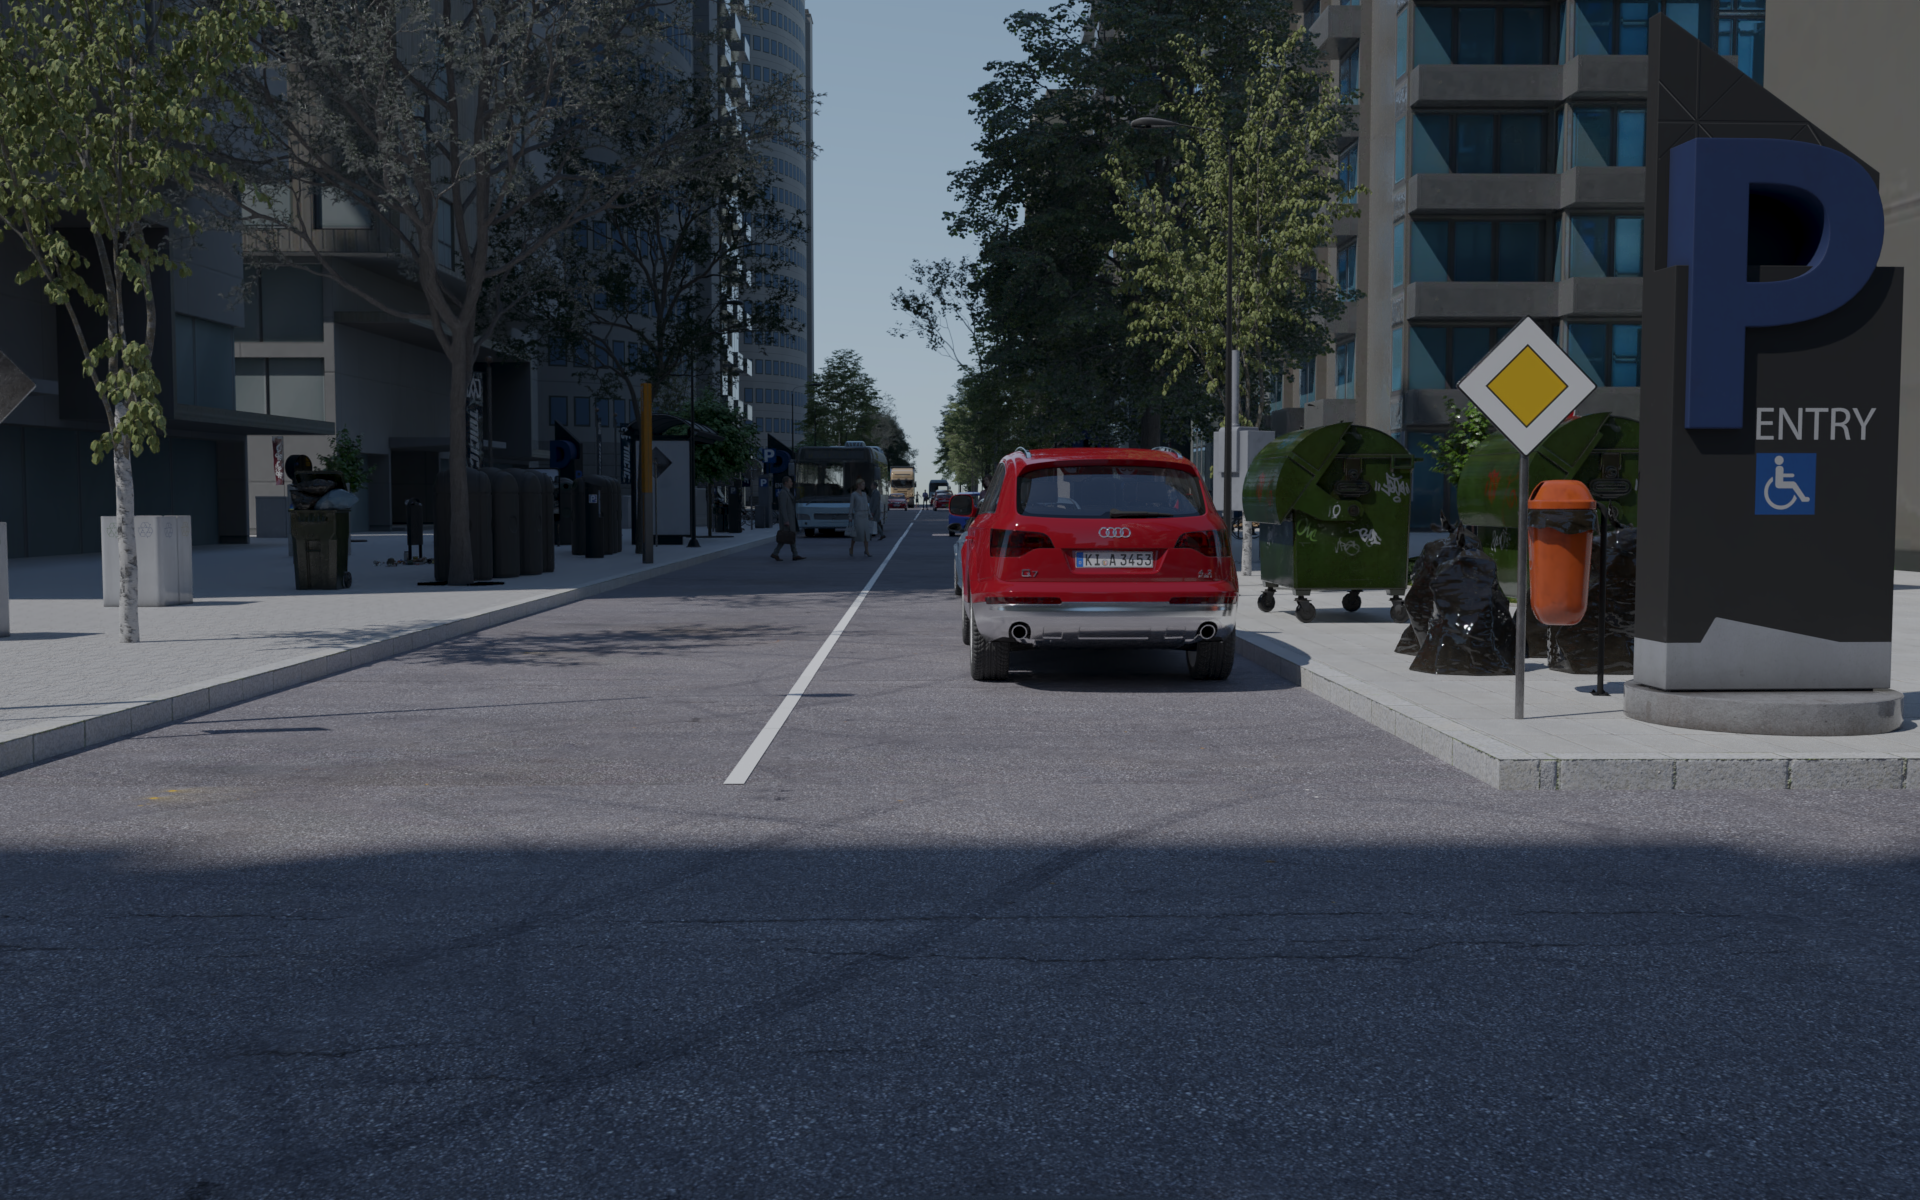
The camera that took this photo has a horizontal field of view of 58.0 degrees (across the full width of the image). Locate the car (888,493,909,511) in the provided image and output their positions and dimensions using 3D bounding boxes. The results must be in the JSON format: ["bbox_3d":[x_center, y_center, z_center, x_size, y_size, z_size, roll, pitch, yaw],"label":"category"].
[{"bbox_3d":[-5.423,-8.549,148.809,2.155,1.783,4.494,0,4,-2],"label":"car"}]

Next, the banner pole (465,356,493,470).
[{"bbox_3d":[-8.654,-2.525,31.303,0.401,3.779,0.863,2,4,30],"label":"banner pole"}]

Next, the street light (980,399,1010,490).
[{"bbox_3d":[1.836,-6.815,83.960,1.470,5.913,1.316,0,4,-1],"label":"street light"}]

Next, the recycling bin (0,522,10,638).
[{"bbox_3d":[-8.954,-0.167,15.292,0.722,1.027,0.722,1,4,11],"label":"recycling bin"}]

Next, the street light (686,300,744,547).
[{"bbox_3d":[-5.880,-4.223,41.581,1.470,5.913,1.316,0,4,-1],"label":"street light"}]

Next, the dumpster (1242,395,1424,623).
[{"bbox_3d":[3.832,-0.944,17.932,1.502,2.255,1.985,0,4,-1],"label":"dumpster"}]

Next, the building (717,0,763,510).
[{"bbox_3d":[-27.348,-31.041,127.133,23.786,49.044,30.456,0,4,-1],"label":"building"}]

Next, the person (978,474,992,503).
[{"bbox_3d":[0.541,-1.581,34.353,0.555,1.821,0.388,0,4,8],"label":"person"}]

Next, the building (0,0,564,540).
[{"bbox_3d":[-30.703,-29.073,64.576,28.713,52.752,27.495,0,4,-1],"label":"building"}]

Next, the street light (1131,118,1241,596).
[{"bbox_3d":[2.807,-2.998,21.560,1.470,5.913,1.316,0,4,-1],"label":"street light"}]

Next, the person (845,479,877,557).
[{"bbox_3d":[-2.281,-1.887,39.703,0.694,1.780,0.624,-2,4,-29],"label":"person"}]

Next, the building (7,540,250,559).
[{"bbox_3d":[-29.166,-26.907,29.168,28.713,52.752,27.495,0,4,-1],"label":"building"}]

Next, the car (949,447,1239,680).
[{"bbox_3d":[1.053,-0.379,14.878,2.281,1.827,5.304,0,4,-1],"label":"car"}]

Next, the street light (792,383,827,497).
[{"bbox_3d":[-6.482,-6.131,72.779,1.470,5.913,1.316,0,4,-1],"label":"street light"}]

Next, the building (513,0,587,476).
[{"bbox_3d":[-25.917,-33.981,97.584,21.231,58.520,28.212,0,4,-1],"label":"building"}]

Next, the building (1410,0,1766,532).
[{"bbox_3d":[24.049,-27.510,69.390,23.786,49.044,30.456,0,4,-1],"label":"building"}]

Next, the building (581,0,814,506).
[{"bbox_3d":[-27.466,-39.603,189.506,21.231,58.520,28.212,0,4,-1],"label":"building"}]

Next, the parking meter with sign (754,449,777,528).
[{"bbox_3d":[-7.387,-4.237,65.533,0.543,3.016,1.738,0,4,6],"label":"parking meter with sign"}]

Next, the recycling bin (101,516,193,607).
[{"bbox_3d":[-9.366,-0.454,19.971,0.722,1.027,0.722,0,4,4],"label":"recycling bin"}]

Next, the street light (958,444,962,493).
[{"bbox_3d":[0.589,-11.535,161.144,1.470,5.913,1.316,0,4,-1],"label":"street light"}]

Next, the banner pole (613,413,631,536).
[{"bbox_3d":[-10.434,-3.886,53.558,0.863,3.779,0.401,-3,5,-39],"label":"banner pole"}]

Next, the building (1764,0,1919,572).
[{"bbox_3d":[26.200,-24.764,28.598,21.600,48.544,21.300,0,4,-1],"label":"building"}]

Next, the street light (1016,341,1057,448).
[{"bbox_3d":[2.383,-4.906,52.761,1.470,5.913,1.316,0,4,-1],"label":"street light"}]

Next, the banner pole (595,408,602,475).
[{"bbox_3d":[-10.431,-3.674,50.081,0.401,3.779,0.863,-1,4,-22],"label":"banner pole"}]

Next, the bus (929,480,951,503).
[{"bbox_3d":[-2.705,-14.212,227.218,2.948,3.499,13.247,0,4,0],"label":"bus"}]

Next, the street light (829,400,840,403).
[{"bbox_3d":[-6.648,-6.943,86.058,1.470,5.913,1.316,0,4,-1],"label":"street light"}]

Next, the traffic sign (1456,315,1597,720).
[{"bbox_3d":[3.185,-0.377,9.810,0.795,2.450,0.064,0,4,-1],"label":"traffic sign"}]

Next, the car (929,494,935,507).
[{"bbox_3d":[-2.585,-11.685,200.087,2.155,1.783,4.494,0,4,-3],"label":"car"}]

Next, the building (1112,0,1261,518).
[{"bbox_3d":[22.124,-48.432,104.532,22.319,86.520,31.000,0,4,-1],"label":"building"}]

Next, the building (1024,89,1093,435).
[{"bbox_3d":[18.792,-35.512,204.316,21.300,48.544,21.600,0,4,-1],"label":"building"}]

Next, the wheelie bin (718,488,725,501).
[{"bbox_3d":[-11.602,-4.560,82.468,0.693,1.594,0.980,0,4,7],"label":"wheelie bin"}]

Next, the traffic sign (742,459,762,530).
[{"bbox_3d":[-7.452,-3.780,61.902,0.768,2.556,0.104,1,4,8],"label":"traffic sign"}]

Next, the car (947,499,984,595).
[{"bbox_3d":[0.855,-0.676,23.059,2.014,1.417,4.499,0,4,-3],"label":"car"}]

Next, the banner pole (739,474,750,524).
[{"bbox_3d":[-9.385,-5.197,74.995,0.863,3.779,0.401,2,4,24],"label":"banner pole"}]

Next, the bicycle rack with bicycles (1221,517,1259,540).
[{"bbox_3d":[8.479,-2.189,49.173,2.925,0.926,2.852,1,4,21],"label":"bicycle rack with bicycles"}]

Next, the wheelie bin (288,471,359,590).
[{"bbox_3d":[-8.584,-0.942,23.308,0.980,1.594,0.693,0,4,-1],"label":"wheelie bin"}]

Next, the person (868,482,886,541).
[{"bbox_3d":[-2.661,-2.744,53.462,0.767,1.812,0.694,0,4,-4],"label":"person"}]

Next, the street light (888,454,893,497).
[{"bbox_3d":[-8.454,-13.991,201.293,1.470,5.913,1.316,0,4,-1],"label":"street light"}]

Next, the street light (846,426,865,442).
[{"bbox_3d":[-7.191,-8.906,118.151,1.470,5.913,1.316,0,4,-1],"label":"street light"}]

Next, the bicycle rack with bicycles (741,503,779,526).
[{"bbox_3d":[-8.306,-3.521,70.948,2.925,0.926,2.852,-2,4,-28],"label":"bicycle rack with bicycles"}]

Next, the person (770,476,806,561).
[{"bbox_3d":[-3.685,-1.748,37.184,0.767,1.812,0.694,0,4,0],"label":"person"}]

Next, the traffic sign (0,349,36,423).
[{"bbox_3d":[-5.558,-0.370,9.691,0.795,2.450,0.064,0,4,-1],"label":"traffic sign"}]

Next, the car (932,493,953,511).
[{"bbox_3d":[-1.316,-8.362,145.751,2.155,1.783,4.494,0,4,-2],"label":"car"}]

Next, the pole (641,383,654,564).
[{"bbox_3d":[-5.774,-2.330,31.939,0.158,3.312,0.155,0,3,0],"label":"pole"}]

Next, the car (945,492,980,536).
[{"bbox_3d":[0.450,-3.076,59.885,1.945,1.707,3.694,0,3,0],"label":"car"}]

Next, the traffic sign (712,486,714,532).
[{"bbox_3d":[-8.348,-3.573,58.523,0.768,2.556,0.104,0,4,1],"label":"traffic sign"}]

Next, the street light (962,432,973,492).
[{"bbox_3d":[1.120,-9.596,129.437,1.470,5.913,1.316,0,4,-1],"label":"street light"}]

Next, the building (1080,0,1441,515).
[{"bbox_3d":[21.176,-31.604,136.335,23.786,49.044,30.456,0,4,-1],"label":"building"}]

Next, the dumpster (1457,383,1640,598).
[{"bbox_3d":[5.586,-0.819,15.878,1.502,2.255,1.985,0,4,-1],"label":"dumpster"}]

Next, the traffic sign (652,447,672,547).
[{"bbox_3d":[-7.378,-2.499,42.052,0.795,2.450,0.064,0,4,1],"label":"traffic sign"}]

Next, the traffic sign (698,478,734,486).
[{"bbox_3d":[-8.390,-3.774,55.579,2.265,3.308,0.079,0,4,6],"label":"traffic sign"}]

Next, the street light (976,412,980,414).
[{"bbox_3d":[1.623,-7.688,98.237,1.470,5.913,1.316,0,4,-1],"label":"street light"}]

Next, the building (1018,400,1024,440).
[{"bbox_3d":[21.847,-23.569,230.396,27.650,21.520,28.899,0,4,-1],"label":"building"}]

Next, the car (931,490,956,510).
[{"bbox_3d":[-1.431,-8.991,155.671,2.281,1.827,5.304,0,4,-1],"label":"car"}]

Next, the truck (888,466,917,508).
[{"bbox_3d":[-5.852,-11.517,177.218,2.839,4.237,11.283,0,4,-1],"label":"truck"}]

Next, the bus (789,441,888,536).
[{"bbox_3d":[-4.083,-4.088,61.692,2.948,3.499,13.247,0,4,0],"label":"bus"}]

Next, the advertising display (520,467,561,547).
[{"bbox_3d":[-10.219,-2.258,42.127,0.974,1.923,0.123,-1,4,-16],"label":"advertising display"}]
